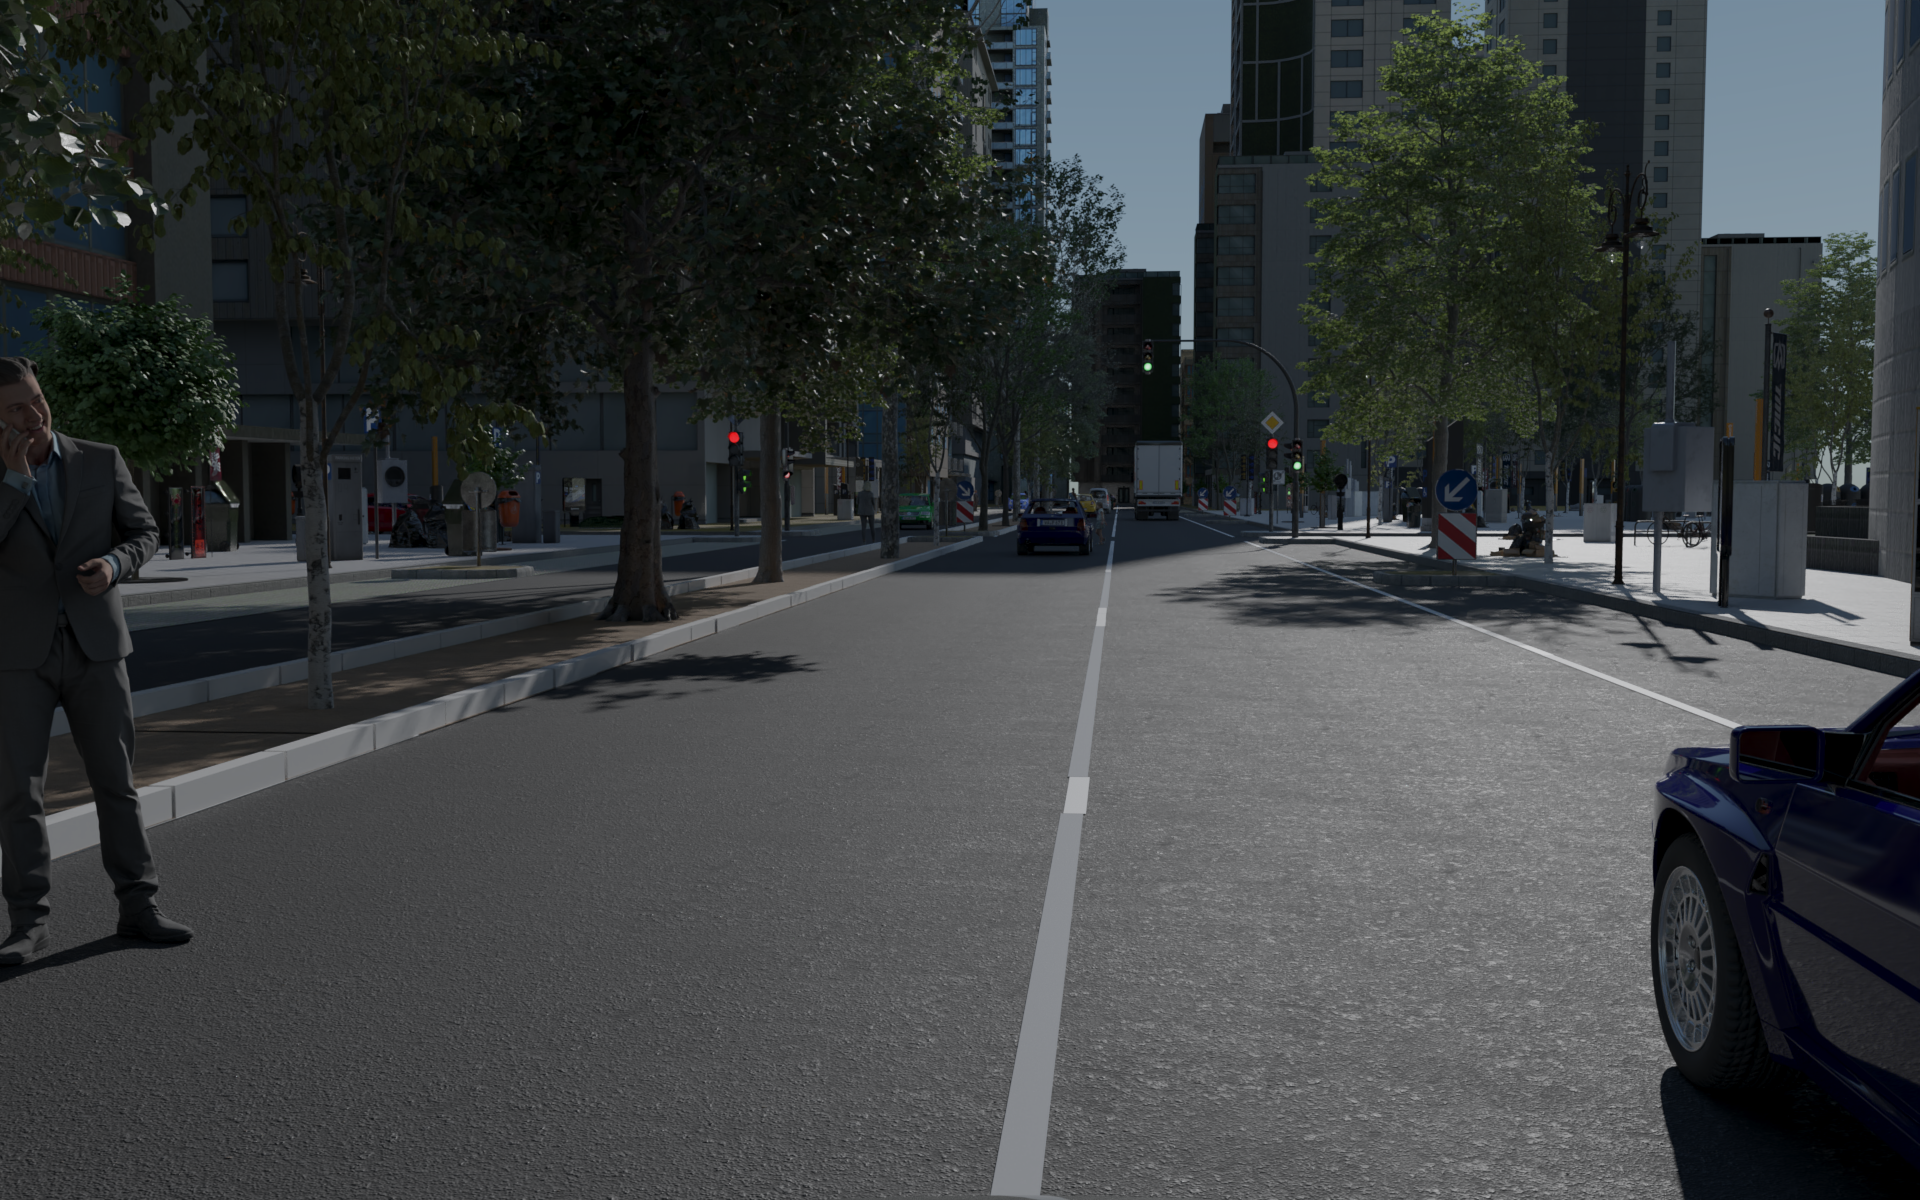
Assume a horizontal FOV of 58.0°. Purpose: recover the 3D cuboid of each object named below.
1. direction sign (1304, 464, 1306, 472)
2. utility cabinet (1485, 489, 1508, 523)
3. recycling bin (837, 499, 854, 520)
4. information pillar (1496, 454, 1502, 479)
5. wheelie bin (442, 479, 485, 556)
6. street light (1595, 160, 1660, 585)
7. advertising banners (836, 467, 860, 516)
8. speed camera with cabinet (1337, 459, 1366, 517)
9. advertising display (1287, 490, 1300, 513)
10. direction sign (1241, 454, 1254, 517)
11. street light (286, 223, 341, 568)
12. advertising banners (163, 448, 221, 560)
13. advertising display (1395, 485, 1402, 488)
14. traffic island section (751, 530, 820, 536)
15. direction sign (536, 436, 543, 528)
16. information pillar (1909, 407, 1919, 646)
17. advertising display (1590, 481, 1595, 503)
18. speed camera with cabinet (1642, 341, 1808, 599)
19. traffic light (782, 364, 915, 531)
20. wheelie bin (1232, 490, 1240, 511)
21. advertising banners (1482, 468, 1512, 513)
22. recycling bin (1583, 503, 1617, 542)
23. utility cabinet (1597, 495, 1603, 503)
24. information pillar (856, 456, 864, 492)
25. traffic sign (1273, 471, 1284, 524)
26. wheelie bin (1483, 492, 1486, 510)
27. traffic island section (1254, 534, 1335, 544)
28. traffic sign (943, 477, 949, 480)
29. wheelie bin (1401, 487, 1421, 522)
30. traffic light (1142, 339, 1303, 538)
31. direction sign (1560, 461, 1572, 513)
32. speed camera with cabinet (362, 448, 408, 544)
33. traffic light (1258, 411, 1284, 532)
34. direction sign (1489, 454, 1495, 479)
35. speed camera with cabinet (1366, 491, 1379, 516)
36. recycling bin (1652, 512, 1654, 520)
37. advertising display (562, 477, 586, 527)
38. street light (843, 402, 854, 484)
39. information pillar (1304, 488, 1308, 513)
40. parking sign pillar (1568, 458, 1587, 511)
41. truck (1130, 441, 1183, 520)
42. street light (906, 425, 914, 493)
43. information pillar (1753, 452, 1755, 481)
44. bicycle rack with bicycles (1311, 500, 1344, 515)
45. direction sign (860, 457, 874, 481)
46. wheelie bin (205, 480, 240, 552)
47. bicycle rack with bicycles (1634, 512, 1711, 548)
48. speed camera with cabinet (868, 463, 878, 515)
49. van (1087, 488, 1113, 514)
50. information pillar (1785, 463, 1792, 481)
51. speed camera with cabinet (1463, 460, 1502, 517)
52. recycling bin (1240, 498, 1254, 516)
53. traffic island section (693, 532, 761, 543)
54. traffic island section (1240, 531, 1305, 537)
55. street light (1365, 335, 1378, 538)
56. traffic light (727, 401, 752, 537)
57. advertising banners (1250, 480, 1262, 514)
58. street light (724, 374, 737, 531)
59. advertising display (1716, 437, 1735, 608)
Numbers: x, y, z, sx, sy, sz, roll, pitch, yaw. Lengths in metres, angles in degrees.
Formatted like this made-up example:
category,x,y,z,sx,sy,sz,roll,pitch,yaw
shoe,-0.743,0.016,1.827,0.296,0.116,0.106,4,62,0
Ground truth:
category,x,y,z,sx,sy,sz,roll,pitch,yaw
direction sign,25.667,-8.370,128.850,0.379,3.537,0.876,0,4,3
utility cabinet,23.743,-4.161,76.710,0.318,1.500,1.173,-1,4,-18
recycling bin,-5.630,-4.437,85.106,0.722,1.027,0.722,0,4,5
information pillar,31.610,-6.745,101.629,0.504,3.616,0.183,-2,4,-30
wheelie bin,-10.260,-1.709,35.852,0.980,1.594,0.693,2,4,33
street light,9.357,-3.159,24.443,0.468,5.910,1.993,0,4,5
advertising banners,-6.429,-6.324,99.588,0.090,3.025,2.074,3,5,41
speed camera with cabinet,22.121,-6.359,98.303,0.660,3.252,2.038,3,5,40
advertising display,22.063,-6.687,114.546,0.974,1.923,0.123,-1,4,-10
direction sign,16.374,-6.526,98.700,0.876,3.537,0.379,3,5,42
street light,-10.934,-3.484,29.744,0.468,5.910,1.993,0,4,5
advertising banners,-15.216,-2.342,34.483,0.090,3.025,2.074,0,4,8
advertising display,32.915,-7.657,130.401,0.123,1.923,0.974,-1,4,-20
traffic island section,-6.036,-2.329,60.353,2.009,0.180,2.903,0,4,5
direction sign,-15.722,-4.439,64.579,0.379,3.537,0.876,0,4,-7
information pillar,8.227,-0.616,14.558,0.304,2.012,0.304,-3,5,-39
advertising display,30.395,-4.776,83.296,0.123,1.923,0.974,2,4,25
speed camera with cabinet,9.678,-1.688,21.942,0.660,3.252,2.038,-2,4,-28
traffic light,-3.906,-5.223,60.058,4.771,5.953,1.251,0,4,5
wheelie bin,20.811,-7.551,131.359,0.980,1.594,0.693,3,5,40
advertising banners,35.517,-7.255,114.805,2.074,3.025,0.090,0,4,1
recycling bin,17.261,-2.087,46.680,0.722,1.027,0.722,2,4,34
utility cabinet,44.191,-6.663,120.109,1.020,1.237,0.306,-2,4,-35
information pillar,-6.099,-6.955,105.062,0.504,3.616,0.183,0,4,-1
traffic sign,13.665,-4.430,74.556,0.606,2.300,0.079,1,4,15
wheelie bin,35.663,-6.673,117.006,0.693,1.594,0.980,0,4,3
traffic island section,9.853,-1.749,50.872,2.009,0.180,2.903,0,4,5
traffic sign,-1.044,-8.111,132.719,0.768,2.556,0.104,1,4,12
wheelie bin,20.581,-4.362,79.229,0.980,1.594,0.693,-2,4,-27
traffic light,7.723,-4.657,50.812,4.771,5.953,1.251,0,4,5
direction sign,40.998,-7.657,117.186,0.379,3.537,0.876,-3,4,-37
speed camera with cabinet,-15.211,-3.053,44.250,2.038,3.252,0.660,-3,5,-40
traffic light,10.546,-4.269,58.713,0.839,4.253,0.868,0,4,5
direction sign,30.409,-6.549,99.067,0.379,3.537,0.876,3,4,38
speed camera with cabinet,24.015,-6.675,103.476,2.038,3.252,0.660,1,4,21
recycling bin,34.615,-4.450,85.313,0.722,1.027,0.722,-3,4,-37
advertising display,-14.988,-3.797,67.289,0.974,1.923,0.123,-3,5,-43
street light,-5.644,-6.995,87.160,0.468,5.910,1.993,0,4,5
information pillar,23.662,-6.987,118.724,0.304,2.012,0.304,-2,4,-35
parking sign pillar,46.478,-8.664,130.135,1.447,3.967,1.447,-1,4,-21
truck,11.026,-6.628,97.278,2.839,4.237,11.283,0,4,5
street light,-3.210,-8.587,113.185,0.468,5.910,1.993,0,4,5
information pillar,44.543,-6.445,96.727,0.504,3.616,0.183,3,5,43
bicycle rack with bicycles,23.204,-5.663,105.966,2.852,0.926,2.925,-1,4,-22
direction sign,-5.672,-6.965,105.880,0.876,3.537,0.379,0,4,5
wheelie bin,-16.536,-1.882,38.685,0.693,1.594,0.980,0,4,-4
bicycle rack with bicycles,18.165,-1.787,42.604,2.925,0.926,2.852,-1,4,-19
speed camera with cabinet,-5.778,-7.018,109.076,0.660,3.252,2.038,-2,4,-25
van,10.230,-7.356,127.280,2.013,2.044,4.112,0,4,7
information pillar,61.884,-8.443,129.393,0.504,3.616,0.183,-1,4,-11
speed camera with cabinet,29.460,-6.316,97.605,2.038,3.252,0.660,2,4,26
recycling bin,17.014,-5.510,102.640,0.722,1.027,0.722,1,4,19
traffic island section,-6.768,-1.842,52.401,2.009,0.180,2.903,0,4,5
traffic island section,10.585,-2.235,58.824,2.009,0.180,2.903,0,4,5
street light,11.875,-4.735,50.207,0.468,5.910,1.993,0,4,5
traffic light,-6.729,-3.874,52.263,0.839,4.253,0.868,0,4,5
advertising banners,18.832,-6.978,110.279,0.090,3.025,2.074,-1,4,-10
street light,-8.006,-5.373,60.644,0.468,5.910,1.993,0,4,5
advertising display,8.776,-0.897,19.876,0.123,1.923,0.974,1,4,21
